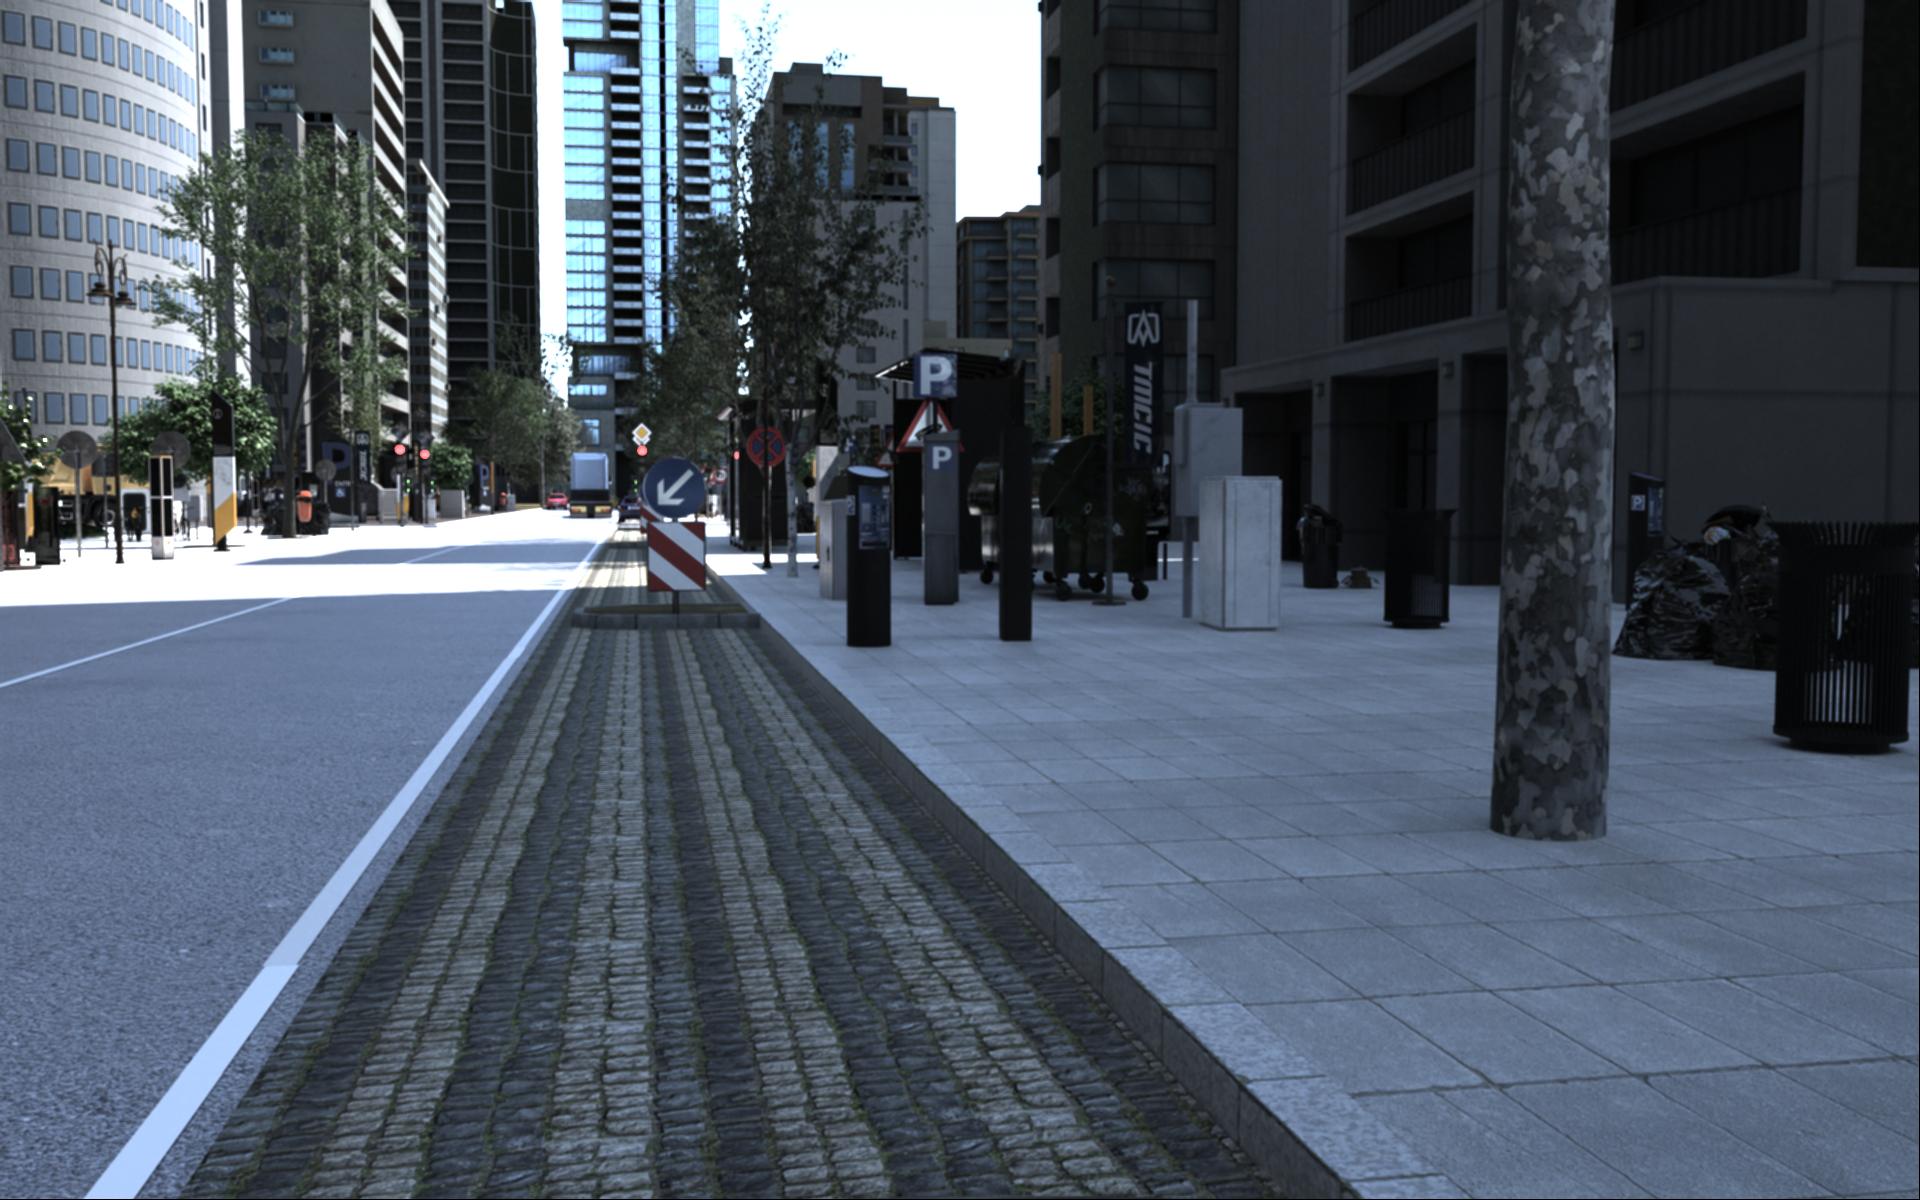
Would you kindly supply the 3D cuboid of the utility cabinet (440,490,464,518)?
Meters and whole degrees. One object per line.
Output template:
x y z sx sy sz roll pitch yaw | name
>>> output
-26.722 -5.043 91.139 1.173 1.500 0.318 0 4 -2 | utility cabinet

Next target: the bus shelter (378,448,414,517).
-29.111 -6.078 90.652 1.731 3.624 6.357 -1 4 -11 | bus shelter

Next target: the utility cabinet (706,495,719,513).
-15.651 -6.021 109.602 0.306 1.237 1.020 2 4 24 | utility cabinet

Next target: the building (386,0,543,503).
-70.874 -49.461 246.939 20.611 71.187 20.563 -1 4 -11 | building

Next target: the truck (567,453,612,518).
-23.292 -7.293 108.997 2.967 4.110 18.799 -1 4 -12 | truck

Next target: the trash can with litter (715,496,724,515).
-14.414 -5.708 104.718 0.624 1.170 1.055 1 4 15 | trash can with litter

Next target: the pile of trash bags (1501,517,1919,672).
5.748 -0.213 13.228 3.447 1.369 1.912 -1 4 -13 | pile of trash bags

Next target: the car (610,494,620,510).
-32.460 -9.174 160.223 2.015 1.641 3.980 -1 4 -10 | car

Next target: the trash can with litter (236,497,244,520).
-36.315 -4.553 85.495 1.678 1.210 2.233 2 4 30 | trash can with litter

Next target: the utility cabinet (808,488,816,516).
-4.923 -3.330 63.119 1.173 1.500 0.318 1 4 18 | utility cabinet

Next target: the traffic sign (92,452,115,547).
-20.615 -2.426 41.788 0.606 2.300 0.079 0 4 -8 | traffic sign

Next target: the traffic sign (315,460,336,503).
-23.495 -3.917 64.144 0.768 2.556 0.104 0 4 -2 | traffic sign

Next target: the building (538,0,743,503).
-45.391 -57.451 251.990 31.000 86.520 22.319 -1 4 -11 | building

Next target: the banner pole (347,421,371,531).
-20.777 -4.271 59.841 0.863 3.779 0.401 -1 4 -20 | banner pole

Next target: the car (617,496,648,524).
-15.827 -4.418 84.813 1.945 1.354 3.894 -1 4 -9 | car

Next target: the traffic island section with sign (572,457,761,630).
-3.266 -0.642 19.129 1.989 1.847 2.006 -1 4 -11 | traffic island section with sign

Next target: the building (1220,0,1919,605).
17.034 -35.812 23.776 20.563 71.187 20.611 -1 4 -11 | building

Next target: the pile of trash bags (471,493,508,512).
-33.928 -7.141 126.502 1.912 1.369 3.447 -3 4 -36 | pile of trash bags

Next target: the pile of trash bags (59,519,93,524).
-39.259 -3.976 74.762 3.447 1.369 1.912 1 4 10 | pile of trash bags

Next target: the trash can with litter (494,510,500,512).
-32.888 -6.756 121.514 2.233 1.210 1.678 -3 5 -43 | trash can with litter

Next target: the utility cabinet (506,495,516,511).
-33.685 -7.215 129.125 1.020 1.237 0.306 -1 4 -22 | utility cabinet

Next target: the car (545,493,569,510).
-36.580 -9.067 157.282 2.155 1.783 4.494 -1 4 -10 | car

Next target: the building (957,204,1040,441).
12.055 -37.308 264.613 28.867 44.769 22.147 -1 4 -11 | building

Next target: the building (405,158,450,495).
-69.603 -30.581 191.885 23.993 40.220 32.217 -1 4 -11 | building

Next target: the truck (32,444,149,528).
-35.019 -4.364 67.274 9.791 3.379 3.469 -1 4 -10 | truck

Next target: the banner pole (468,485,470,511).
-37.481 -8.667 131.715 0.401 3.779 0.863 -3 5 -43 | banner pole

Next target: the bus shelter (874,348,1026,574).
-0.261 -2.430 31.013 1.731 3.624 6.357 -1 4 -11 | bus shelter

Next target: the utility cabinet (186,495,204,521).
-36.219 -4.313 81.681 1.020 1.237 0.306 1 4 11 | utility cabinet

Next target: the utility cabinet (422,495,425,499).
-42.714 -7.759 138.015 0.306 1.237 1.020 0 4 -3 | utility cabinet

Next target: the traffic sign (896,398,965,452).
-0.378 -1.345 21.992 0.884 2.594 0.081 -1 4 -8 | traffic sign

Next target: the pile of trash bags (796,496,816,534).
-5.655 -2.835 56.109 1.912 1.369 3.447 0 4 6 | pile of trash bags

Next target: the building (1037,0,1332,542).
9.418 -17.227 53.366 14.160 30.474 14.107 -1 4 -11 | building

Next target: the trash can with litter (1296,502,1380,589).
5.166 -0.753 23.691 1.055 1.170 0.624 0 4 1 | trash can with litter

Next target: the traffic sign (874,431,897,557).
-1.355 -2.165 35.397 0.884 2.594 0.081 -1 4 -10 | traffic sign

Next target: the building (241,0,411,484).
-61.557 -32.425 153.854 21.300 48.544 21.600 -1 4 -11 | building

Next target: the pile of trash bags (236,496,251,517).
-40.223 -5.278 96.048 1.912 1.369 3.447 1 4 10 | pile of trash bags

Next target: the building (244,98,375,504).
-52.603 -21.933 130.301 14.160 30.474 14.107 -1 4 -11 | building

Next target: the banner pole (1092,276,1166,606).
1.949 -1.828 19.903 0.863 3.779 0.401 1 4 20 | banner pole

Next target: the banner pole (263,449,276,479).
-38.051 -6.461 95.652 0.863 3.779 0.401 -2 4 -30 | banner pole

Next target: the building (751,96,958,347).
-16.170 -43.770 257.644 28.212 58.520 21.231 -1 4 -11 | building

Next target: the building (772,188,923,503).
-11.432 -24.244 168.097 14.160 30.474 14.107 -1 4 -11 | building

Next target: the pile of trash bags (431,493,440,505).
-40.171 -7.411 130.927 3.447 1.369 1.912 3 5 41 | pile of trash bags

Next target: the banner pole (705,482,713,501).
-19.643 -8.873 135.087 0.863 3.779 0.401 -2 4 -27 | banner pole

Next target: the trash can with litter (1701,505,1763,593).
7.644 -0.372 17.477 0.624 1.170 1.055 0 4 2 | trash can with litter

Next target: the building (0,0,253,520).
-52.571 -33.673 92.553 21.231 58.520 28.212 -1 4 -11 | building

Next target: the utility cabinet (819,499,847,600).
-1.526 -0.625 21.376 0.306 1.237 1.020 -1 4 -14 | utility cabinet

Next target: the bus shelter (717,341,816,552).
-4.809 -3.974 42.607 2.179 5.291 8.768 -1 4 -10 | bus shelter

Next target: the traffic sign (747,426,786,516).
-3.604 -1.979 32.466 0.768 2.556 0.104 0 4 -1 | traffic sign

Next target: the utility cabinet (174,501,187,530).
-27.734 -3.206 61.098 0.318 1.500 1.173 0 4 2 | utility cabinet

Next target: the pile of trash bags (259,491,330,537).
-20.411 -2.670 53.413 1.912 1.369 3.447 -2 4 -29 | pile of trash bags

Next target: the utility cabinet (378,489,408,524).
-24.428 -4.036 74.668 1.173 1.500 0.318 -3 5 -43 | utility cabinet

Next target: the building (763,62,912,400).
-13.095 -32.519 181.790 14.600 45.320 14.200 -1 4 -11 | building

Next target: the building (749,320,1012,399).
-10.442 -22.009 204.894 27.650 21.520 28.899 -1 4 -11 | building
